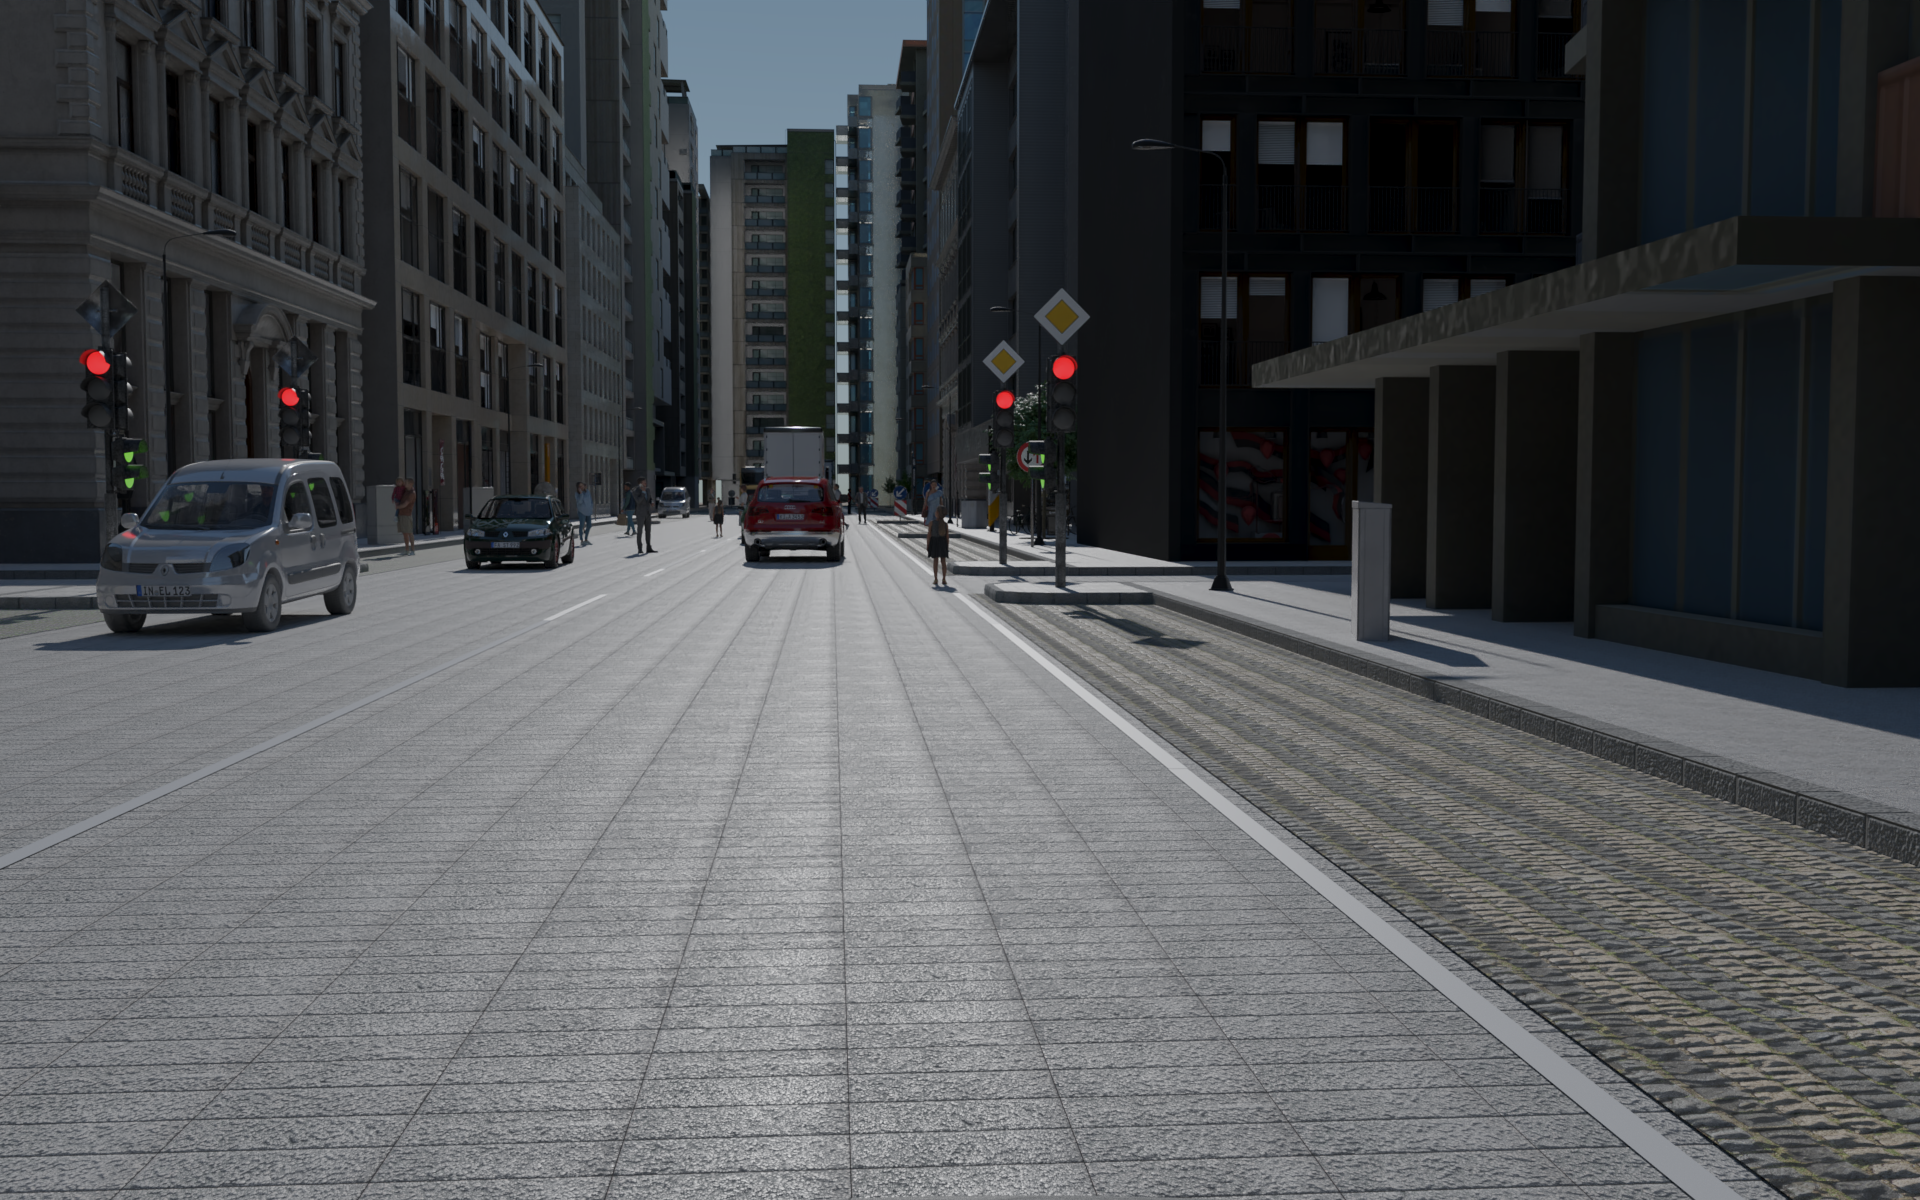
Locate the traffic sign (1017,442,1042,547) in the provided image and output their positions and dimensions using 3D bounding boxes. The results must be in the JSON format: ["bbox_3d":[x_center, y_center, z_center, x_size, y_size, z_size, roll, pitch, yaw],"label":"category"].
[{"bbox_3d":[1.744,-2.543,41.684,0.768,2.556,0.104,0,4,-1],"label":"traffic sign"}]

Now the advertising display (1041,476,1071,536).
[{"bbox_3d":[2.915,-2.945,53.365,0.974,1.923,0.123,1,4,9],"label":"advertising display"}]

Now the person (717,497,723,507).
[{"bbox_3d":[-14.644,-5.655,105.644,0.352,1.250,0.332,-2,4,-27],"label":"person"}]

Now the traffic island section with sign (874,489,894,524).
[{"bbox_3d":[-3.017,-4.583,83.552,1.989,1.847,2.006,0,4,-4],"label":"traffic island section with sign"}]

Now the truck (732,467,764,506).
[{"bbox_3d":[-14.407,-7.894,124.987,3.469,3.379,9.791,0,4,-3],"label":"truck"}]

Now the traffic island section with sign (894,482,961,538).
[{"bbox_3d":[-1.029,-2.932,56.564,1.989,1.847,2.006,0,4,-4],"label":"traffic island section with sign"}]

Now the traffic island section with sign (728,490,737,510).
[{"bbox_3d":[-21.092,-9.289,160.497,1.989,1.847,2.006,0,4,-4],"label":"traffic island section with sign"}]

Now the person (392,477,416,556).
[{"bbox_3d":[-12.890,-1.942,40.220,0.580,1.828,0.573,0,4,0],"label":"person"}]

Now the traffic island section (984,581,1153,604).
[{"bbox_3d":[1.403,-0.093,23.807,2.009,0.180,2.903,0,4,-4],"label":"traffic island section"}]

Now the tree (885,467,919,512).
[{"bbox_3d":[-3.939,-7.884,123.498,1.663,3.219,1.824,0,3,0],"label":"tree"}]

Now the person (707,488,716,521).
[{"bbox_3d":[-13.139,-5.066,91.877,0.362,1.759,0.519,3,4,36],"label":"person"}]

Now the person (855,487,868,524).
[{"bbox_3d":[-4.712,-4.551,83.302,0.661,1.777,0.834,-1,4,-19],"label":"person"}]

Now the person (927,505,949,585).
[{"bbox_3d":[-0.349,-0.872,27.432,0.362,1.253,0.373,0,4,-8],"label":"person"}]

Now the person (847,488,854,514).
[{"bbox_3d":[-7.766,-6.956,122.194,0.705,1.831,1.348,-1,4,-23],"label":"person"}]

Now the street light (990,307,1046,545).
[{"bbox_3d":[1.442,-4.320,43.178,1.470,5.913,1.316,0,4,-4],"label":"street light"}]

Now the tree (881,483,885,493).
[{"bbox_3d":[-6.605,-10.185,161.127,1.663,3.219,1.824,0,3,0],"label":"tree"}]

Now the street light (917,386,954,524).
[{"bbox_3d":[-0.964,-6.239,74.550,1.470,5.913,1.316,0,4,-4],"label":"street light"}]

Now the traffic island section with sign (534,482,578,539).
[{"bbox_3d":[-13.298,-2.861,55.403,1.989,1.847,2.006,0,4,-4],"label":"traffic island section with sign"}]

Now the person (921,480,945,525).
[{"bbox_3d":[-0.704,-2.252,45.412,0.616,1.811,0.778,1,4,11],"label":"person"}]

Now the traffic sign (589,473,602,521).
[{"bbox_3d":[-17.432,-4.935,82.811,0.606,2.300,0.079,0,4,3],"label":"traffic sign"}]

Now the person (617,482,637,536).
[{"bbox_3d":[-11.277,-3.083,58.896,0.713,1.824,0.794,2,4,27],"label":"person"}]

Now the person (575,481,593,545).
[{"bbox_3d":[-10.506,-2.424,48.394,0.793,1.790,0.793,0,4,3],"label":"person"}]

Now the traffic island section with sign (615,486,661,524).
[{"bbox_3d":[-15.290,-4.507,82.315,1.989,1.847,2.006,0,4,-4],"label":"traffic island section with sign"}]

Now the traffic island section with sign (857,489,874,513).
[{"bbox_3d":[-6.720,-7.624,133.287,1.989,1.847,2.006,0,4,-4],"label":"traffic island section with sign"}]

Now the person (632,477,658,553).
[{"bbox_3d":[-7.607,-2.061,42.007,0.447,1.846,0.655,2,4,35],"label":"person"}]

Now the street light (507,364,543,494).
[{"bbox_3d":[-15.553,-5.464,61.872,1.470,5.913,1.316,0,4,-4],"label":"street light"}]

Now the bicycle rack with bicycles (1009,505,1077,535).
[{"bbox_3d":[2.815,-2.555,55.157,2.925,0.926,2.852,-2,4,-30],"label":"bicycle rack with bicycles"}]

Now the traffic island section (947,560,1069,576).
[{"bbox_3d":[0.813,-0.580,31.770,2.009,0.180,2.903,0,4,-4],"label":"traffic island section"}]

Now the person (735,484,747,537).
[{"bbox_3d":[-7.278,-2.968,57.601,0.524,1.755,0.480,1,4,9],"label":"person"}]

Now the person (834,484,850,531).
[{"bbox_3d":[-4.645,-3.592,67.075,0.795,1.843,0.661,0,4,6],"label":"person"}]

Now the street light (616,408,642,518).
[{"bbox_3d":[-17.802,-7.383,93.255,1.470,5.913,1.316,0,4,-4],"label":"street light"}]

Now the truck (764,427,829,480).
[{"bbox_3d":[-7.384,-5.472,78.378,2.839,4.237,11.283,0,4,-4],"label":"truck"}]

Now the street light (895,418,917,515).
[{"bbox_3d":[-3.248,-8.170,106.122,1.470,5.913,1.316,0,4,-4],"label":"street light"}]

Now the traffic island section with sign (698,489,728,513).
[{"bbox_3d":[-19.046,-7.604,132.955,1.989,1.847,2.006,0,4,-4],"label":"traffic island section with sign"}]

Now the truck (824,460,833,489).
[{"bbox_3d":[-12.071,-9.626,146.293,2.839,4.237,11.283,0,4,-5],"label":"truck"}]

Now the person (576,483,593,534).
[{"bbox_3d":[-13.493,-3.267,61.940,0.581,1.822,0.654,1,4,21],"label":"person"}]

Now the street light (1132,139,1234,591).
[{"bbox_3d":[2.947,-3.080,22.892,1.470,5.913,1.316,0,4,-4],"label":"street light"}]

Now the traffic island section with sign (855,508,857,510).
[{"bbox_3d":[-8.715,-9.269,160.169,1.989,1.847,2.006,0,4,-4],"label":"traffic island section with sign"}]

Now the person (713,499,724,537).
[{"bbox_3d":[-8.063,-2.730,57.813,0.362,1.253,0.373,0,4,-2],"label":"person"}]

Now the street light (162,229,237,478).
[{"bbox_3d":[-13.381,-3.544,30.482,1.470,5.913,1.316,0,4,-4],"label":"street light"}]

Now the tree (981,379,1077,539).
[{"bbox_3d":[2.324,-4.027,49.559,4.285,4.588,4.351,0,3,0],"label":"tree"}]
